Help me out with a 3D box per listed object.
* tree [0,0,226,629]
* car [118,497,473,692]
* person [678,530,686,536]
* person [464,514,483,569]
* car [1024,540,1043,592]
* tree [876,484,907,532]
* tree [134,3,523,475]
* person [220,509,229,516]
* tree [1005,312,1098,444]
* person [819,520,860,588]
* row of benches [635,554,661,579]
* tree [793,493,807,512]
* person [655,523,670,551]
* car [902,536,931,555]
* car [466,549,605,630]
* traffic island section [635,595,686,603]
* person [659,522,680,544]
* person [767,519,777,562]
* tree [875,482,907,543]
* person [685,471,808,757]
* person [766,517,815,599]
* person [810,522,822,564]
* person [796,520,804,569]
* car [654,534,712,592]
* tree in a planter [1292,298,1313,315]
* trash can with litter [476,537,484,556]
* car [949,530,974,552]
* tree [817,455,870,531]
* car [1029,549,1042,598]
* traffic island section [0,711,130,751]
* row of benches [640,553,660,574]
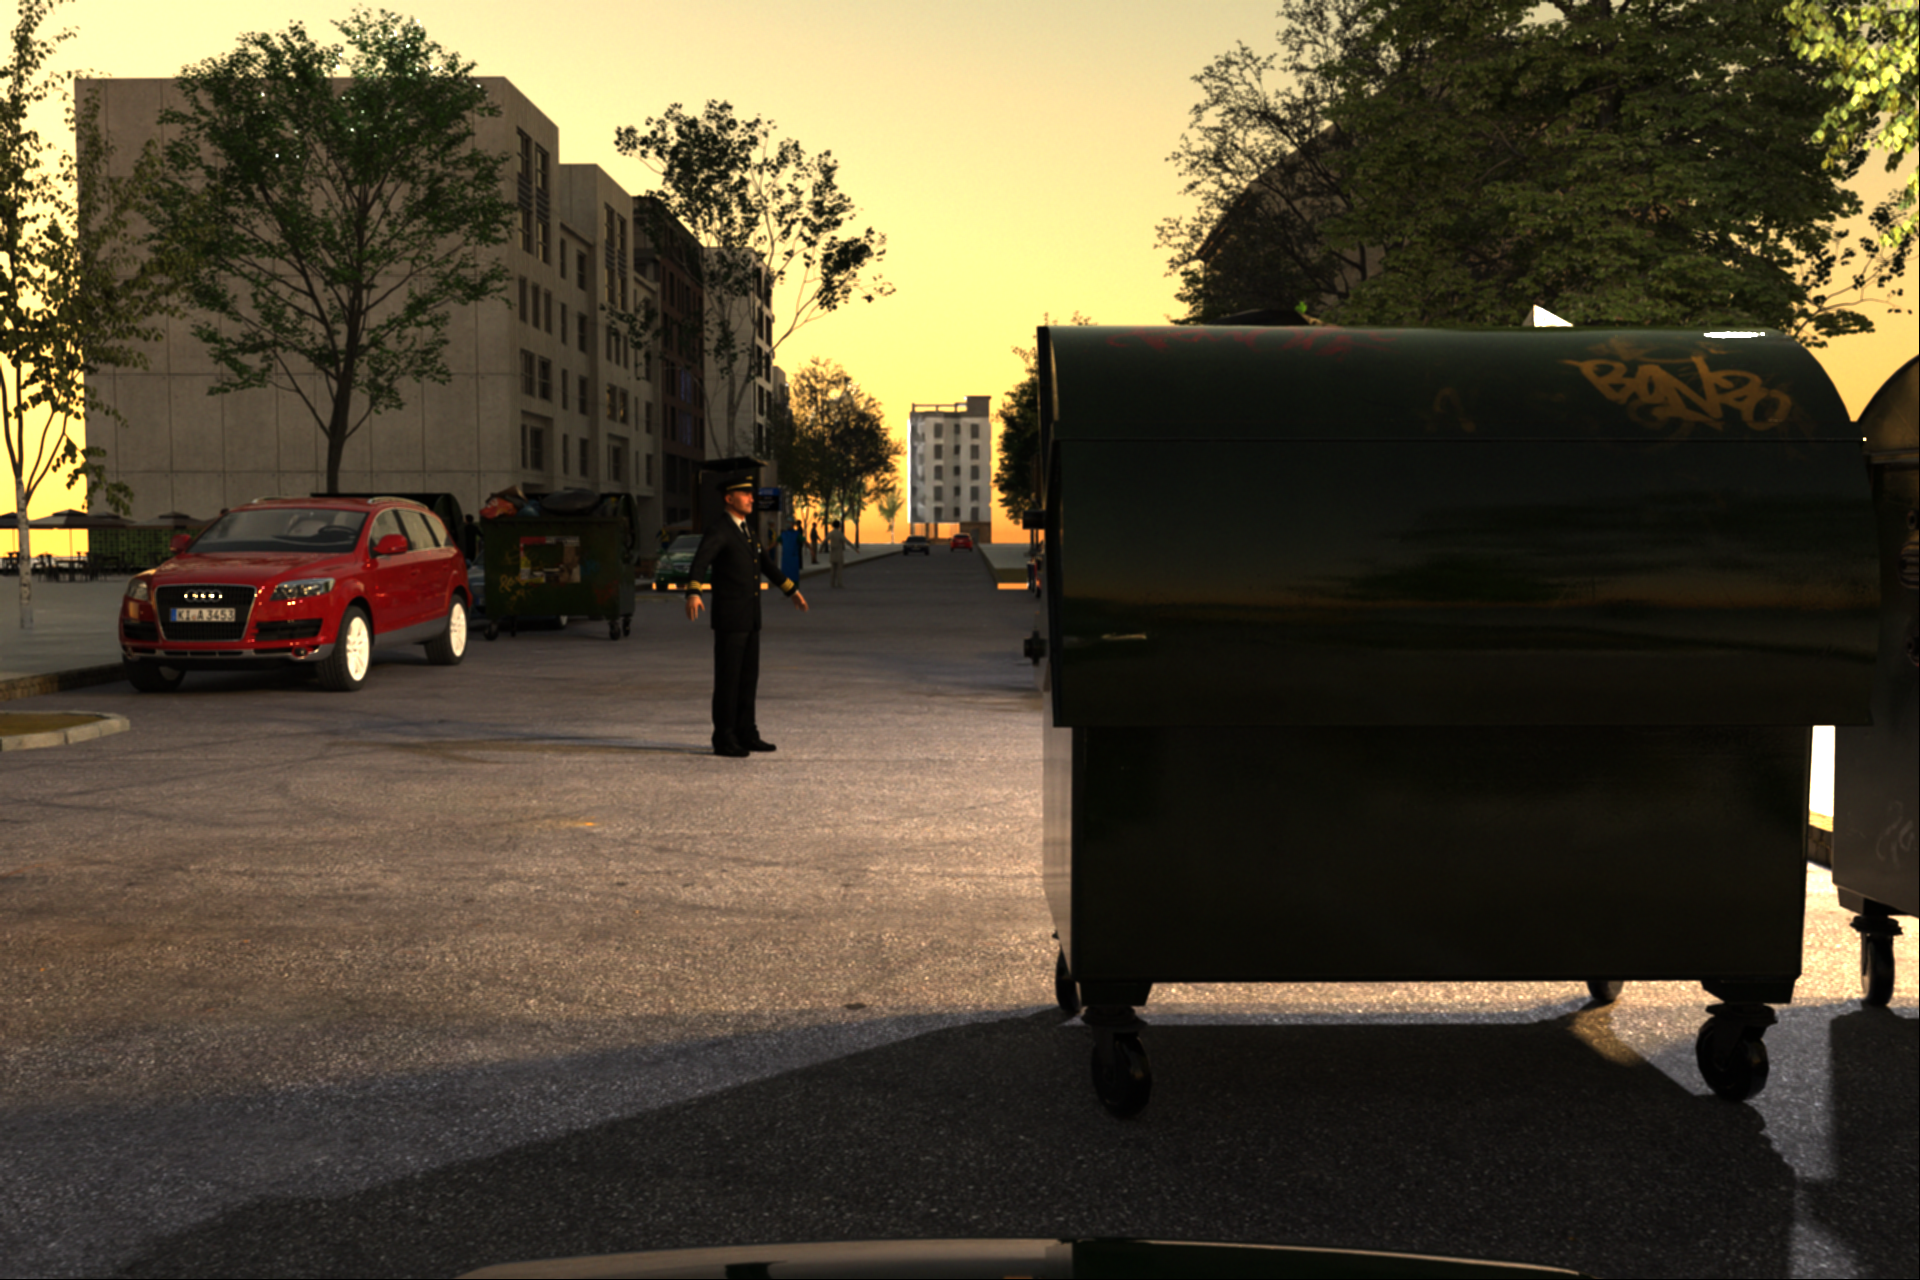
[{"bbox_3d":[-12.450,-4.457,23.228,4.737,8.622,4.395,0,3,0],"label":"tree"},{"bbox_3d":[-6.484,-0.536,17.429,2.281,1.827,5.304,0,4,0],"label":"car"},{"bbox_3d":[-10.314,-3.491,63.805,0.721,1.740,1.216,0,4,-1],"label":"person"},{"bbox_3d":[-13.029,-2.431,45.935,0.705,1.806,1.347,2,4,33],"label":"person"},{"bbox_3d":[2.612,-1.912,43.842,1.945,1.354,3.894,0,3,0],"label":"car"},{"bbox_3d":[-9.200,-17.919,243.335,4.360,8.622,3.978,0,3,0],"label":"tree"},{"bbox_3d":[-12.378,-6.641,34.333,9.928,11.665,9.643,0,3,0],"label":"tree"},{"bbox_3d":[-13.972,-1.595,32.646,0.750,1.759,0.617,0,4,3],"label":"person"},{"bbox_3d":[3.654,-6.599,58.250,4.737,8.622,4.395,0,3,0],"label":"tree"},{"bbox_3d":[-3.264,-2.294,46.145,1.347,1.806,0.705,2,4,35],"label":"person"},{"bbox_3d":[-9.131,-2.181,51.118,1.422,0.672,4.104,0,4,-1],"label":"row of benches"},{"bbox_3d":[-24.773,-19.388,242.753,9.928,11.665,9.643,0,3,0],"label":"tree"},{"bbox_3d":[-14.130,-4.716,83.082,0.705,1.833,1.349,3,5,43],"label":"person"},{"bbox_3d":[-2.977,-6.459,118.192,1.945,1.354,3.894,0,4,0],"label":"car"},{"bbox_3d":[-6.785,-0.946,27.475,2.014,1.417,4.499,0,4,1],"label":"car"},{"bbox_3d":[-6.908,-0.880,37.256,1.991,0.108,1.994,0,4,1],"label":"traffic island section"},{"bbox_3d":[-12.578,-4.280,76.112,1.348,1.813,0.705,-2,4,-30],"label":"person"},{"bbox_3d":[-5.946,-2.999,55.500,0.721,1.772,1.216,0,4,-1],"label":"person"},{"bbox_3d":[-9.475,-17.474,236.066,4.737,8.622,4.395,0,3,0],"label":"tree"},{"bbox_3d":[-1.430,-0.177,11.287,0.705,1.837,1.347,2,4,26],"label":"person"},{"bbox_3d":[-3.759,-1.815,38.256,1.347,1.817,0.704,2,4,25],"label":"person"},{"bbox_3d":[-6.249,-4.184,74.682,0.705,1.796,1.348,1,4,13],"label":"person"},{"bbox_3d":[-5.867,-3.467,62.914,0.704,1.802,1.346,0,4,4],"label":"person"},{"bbox_3d":[-6.633,-2.001,44.519,2.131,1.459,4.920,0,4,0],"label":"car"},{"bbox_3d":[2.644,-0.976,13.186,1.991,3.239,1.994,0,4,1],"label":"tree in a planter"},{"bbox_3d":[-10.179,-1.632,37.738,1.678,1.210,2.233,0,4,0],"label":"trash can with litter"},{"bbox_3d":[0.122,-8.208,143.245,2.155,1.783,4.494,0,3,0],"label":"car"},{"bbox_3d":[-15.877,-19.529,237.419,7.486,12.596,7.792,0,3,0],"label":"tree"},{"bbox_3d":[2.594,-1.756,37.753,2.155,1.783,4.494,0,4,-1],"label":"car"},{"bbox_3d":[-7.071,0.652,12.205,1.991,0.108,1.994,0,3,0],"label":"traffic island section"},{"bbox_3d":[-10.012,-2.440,55.359,1.422,0.672,4.104,0,3,0],"label":"row of benches"}]
